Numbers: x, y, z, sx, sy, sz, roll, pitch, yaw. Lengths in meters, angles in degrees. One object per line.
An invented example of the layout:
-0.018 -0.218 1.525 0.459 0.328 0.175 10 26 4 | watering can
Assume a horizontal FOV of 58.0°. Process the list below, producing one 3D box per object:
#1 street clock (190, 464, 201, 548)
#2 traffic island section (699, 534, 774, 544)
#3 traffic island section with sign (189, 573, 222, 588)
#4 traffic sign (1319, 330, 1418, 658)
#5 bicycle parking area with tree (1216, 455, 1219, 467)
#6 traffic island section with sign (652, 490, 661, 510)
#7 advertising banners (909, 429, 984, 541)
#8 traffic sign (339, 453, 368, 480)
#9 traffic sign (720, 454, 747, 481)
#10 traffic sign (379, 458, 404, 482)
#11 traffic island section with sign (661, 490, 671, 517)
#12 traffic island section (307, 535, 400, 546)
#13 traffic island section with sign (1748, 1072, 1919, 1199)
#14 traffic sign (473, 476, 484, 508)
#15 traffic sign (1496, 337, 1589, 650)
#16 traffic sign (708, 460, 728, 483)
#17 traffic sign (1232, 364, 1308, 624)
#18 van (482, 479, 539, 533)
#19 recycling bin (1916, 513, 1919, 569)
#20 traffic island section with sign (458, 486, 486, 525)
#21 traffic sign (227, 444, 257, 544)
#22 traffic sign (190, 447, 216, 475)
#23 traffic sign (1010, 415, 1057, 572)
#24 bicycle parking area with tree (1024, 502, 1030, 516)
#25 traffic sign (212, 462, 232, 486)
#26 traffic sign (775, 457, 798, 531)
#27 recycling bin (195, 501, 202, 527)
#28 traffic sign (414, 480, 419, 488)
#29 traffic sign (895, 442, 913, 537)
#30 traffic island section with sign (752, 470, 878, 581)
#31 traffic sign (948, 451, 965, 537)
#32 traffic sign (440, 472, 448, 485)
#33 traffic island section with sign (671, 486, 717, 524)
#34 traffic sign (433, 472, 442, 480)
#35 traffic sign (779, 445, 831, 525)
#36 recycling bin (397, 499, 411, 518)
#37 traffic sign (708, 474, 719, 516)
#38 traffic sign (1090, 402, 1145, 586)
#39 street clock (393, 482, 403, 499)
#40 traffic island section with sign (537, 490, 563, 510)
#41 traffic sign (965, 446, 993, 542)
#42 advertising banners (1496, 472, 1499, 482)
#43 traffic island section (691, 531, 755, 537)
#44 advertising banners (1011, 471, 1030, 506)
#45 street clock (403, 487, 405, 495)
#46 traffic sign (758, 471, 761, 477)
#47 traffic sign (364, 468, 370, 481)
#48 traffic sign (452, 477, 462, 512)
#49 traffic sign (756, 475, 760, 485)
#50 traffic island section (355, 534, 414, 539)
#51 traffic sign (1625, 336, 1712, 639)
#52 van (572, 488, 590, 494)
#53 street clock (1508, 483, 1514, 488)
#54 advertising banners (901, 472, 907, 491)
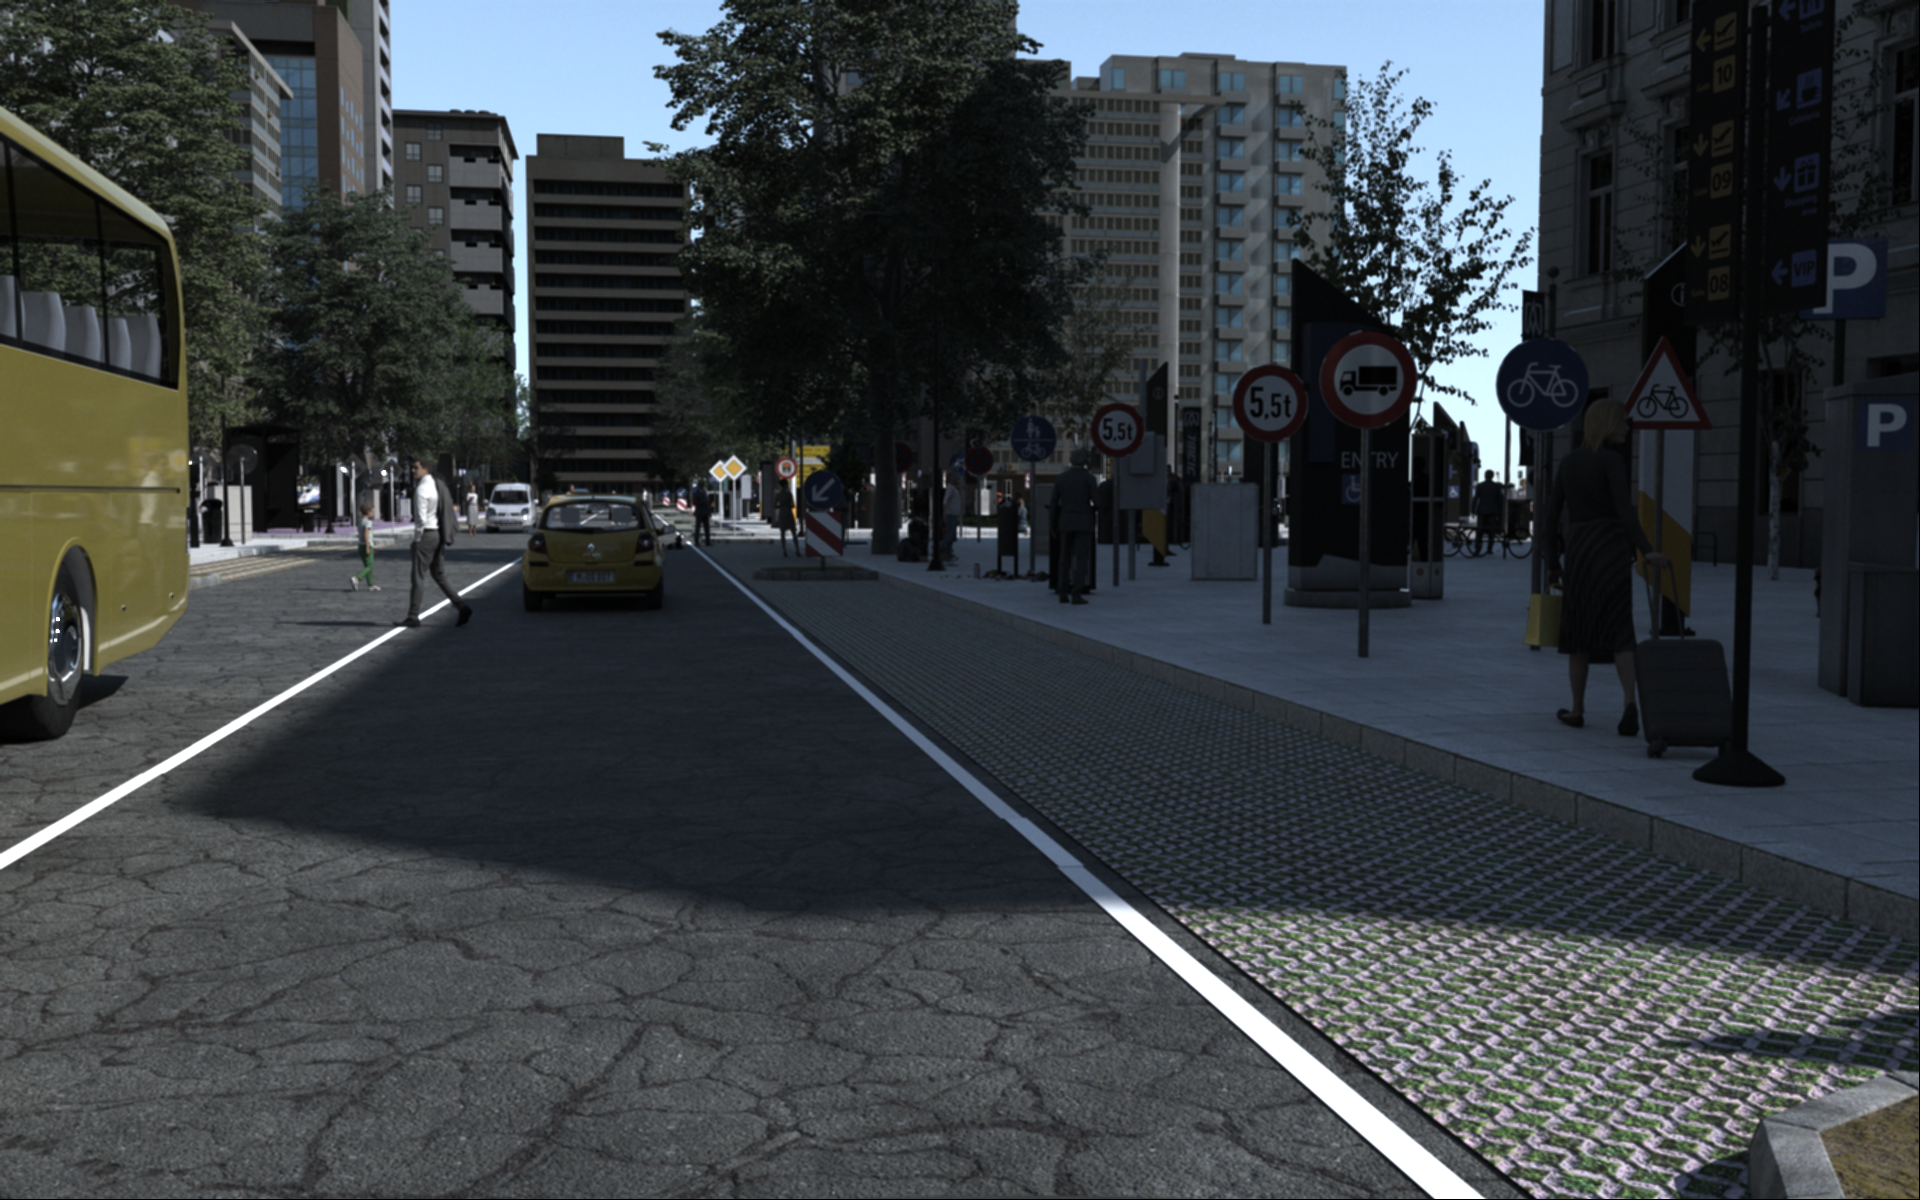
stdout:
-18.286 -2.248 41.331 0.358 2.002 0.471 -2 4 -31 | street clock
-6.585 -1.751 50.915 2.009 0.180 2.903 -1 4 -11 | traffic island section
-12.636 -1.116 26.867 1.989 1.847 2.006 -1 4 -11 | traffic island section with sign
3.172 -0.822 13.544 0.768 2.556 0.104 0 4 -1 | traffic sign
16.600 -8.465 125.410 8.231 4.147 9.016 -2 4 -23 | bicycle parking area with tree
-27.063 -9.191 158.894 1.989 1.847 2.006 -1 4 -11 | traffic island section with sign
-0.352 -3.099 46.860 2.074 3.025 0.090 1 4 13 | advertising banners
-17.118 -2.855 48.862 0.795 2.593 0.064 -1 4 -11 | traffic sign
-6.607 -2.975 50.828 0.795 2.593 0.064 -1 4 -11 | traffic sign
-18.606 -3.334 56.708 0.795 2.593 0.064 -1 4 -11 | traffic sign
-17.800 -6.200 110.002 1.989 1.847 2.006 -1 4 -11 | traffic island section with sign
-17.140 -1.630 48.925 2.009 0.180 2.903 -1 4 -11 | traffic island section
2.531 0.353 2.861 1.989 1.847 2.006 -1 4 -11 | traffic island section with sign
-34.792 -7.655 125.266 0.768 2.556 0.104 -1 4 -10 | traffic sign
4.734 -0.861 14.176 0.768 2.556 0.104 0 4 -2 | traffic sign
-8.095 -3.455 58.673 0.795 2.593 0.064 -1 4 -11 | traffic sign
3.037 -1.038 17.071 0.768 2.556 0.104 0 4 -7 | traffic sign
-16.704 -3.519 64.540 2.013 2.044 4.112 -1 4 -11 | van
12.431 -0.596 22.292 0.722 1.027 0.722 -1 4 -17 | recycling bin
-22.901 -4.427 81.005 1.989 1.847 2.006 -1 4 -11 | traffic island section with sign
-18.292 -2.693 44.131 0.768 2.556 0.104 0 4 -4 | traffic sign
-21.284 -2.988 48.581 0.795 2.593 0.064 0 4 -4 | traffic sign
1.178 -1.709 28.046 0.768 2.556 0.104 -1 4 -9 | traffic sign
5.833 -5.490 76.769 8.231 4.147 9.016 0 4 8 | bicycle parking area with tree
-23.496 -3.246 55.197 0.606 2.300 0.079 -1 4 -9 | traffic sign
-5.937 -3.621 59.316 0.768 2.556 0.104 -1 4 -10 | traffic sign
-28.494 -3.224 65.274 0.722 1.027 0.722 -3 5 -42 | recycling bin
-35.506 -6.885 112.680 0.768 2.556 0.104 0 4 -2 | traffic sign
-1.538 -2.594 42.517 0.768 2.556 0.104 -1 4 -9 | traffic sign
-2.503 -1.267 29.344 1.989 1.847 2.006 -1 4 -11 | traffic island section with sign
0.030 -3.131 51.298 0.768 2.556 0.104 -1 4 -10 | traffic sign
-30.332 -6.186 101.142 0.884 2.594 0.081 0 4 -7 | traffic sign
-12.774 -4.580 83.518 1.989 1.847 2.006 -1 4 -11 | traffic island section with sign
-29.596 -5.965 97.625 0.768 2.556 0.104 -1 4 -9 | traffic sign
-6.461 -4.752 71.574 2.265 3.308 0.079 0 4 -6 | traffic sign
-30.583 -5.054 95.194 0.722 1.027 0.722 -1 4 -15 | recycling bin
-14.416 -6.222 101.841 0.768 2.556 0.104 0 4 -7 | traffic sign
2.181 -1.470 24.134 0.768 2.556 0.104 0 4 -7 | traffic sign
-33.052 -5.921 101.377 0.358 2.002 0.471 -3 5 -41 | street clock
-37.277 -9.063 156.815 1.989 1.847 2.006 -1 4 -11 | traffic island section with sign
0.500 -2.801 45.898 0.768 2.556 0.104 0 4 -4 | traffic sign
42.921 -8.629 137.276 0.090 3.025 2.074 3 5 43 | advertising banners
-8.073 -2.231 58.760 2.009 0.180 2.903 -1 4 -11 | traffic island section
4.299 -8.087 128.412 2.074 3.025 0.090 -1 4 -17 | advertising banners
-33.335 -6.040 103.328 0.471 2.002 0.358 -2 4 -24 | street clock
-8.804 -4.844 78.932 0.795 2.593 0.064 0 4 -3 | traffic sign
-25.803 -4.559 74.639 0.768 2.556 0.104 0 4 -4 | traffic sign
-35.401 -7.463 122.131 0.768 2.556 0.104 0 4 -1 | traffic sign
-11.445 -6.131 100.341 0.768 2.556 0.104 0 4 -7 | traffic sign
-18.628 -2.109 56.771 2.009 0.180 2.903 -1 4 -11 | traffic island section
5.791 -0.878 14.362 0.884 2.594 0.081 -1 4 -8 | traffic sign
-27.486 -7.221 125.069 2.013 2.044 4.112 -1 4 -10 | van
35.915 -6.643 113.188 0.471 2.002 0.358 0 4 -6 | street clock
-5.007 -8.442 134.220 2.074 3.025 0.090 -2 4 -30 | advertising banners
